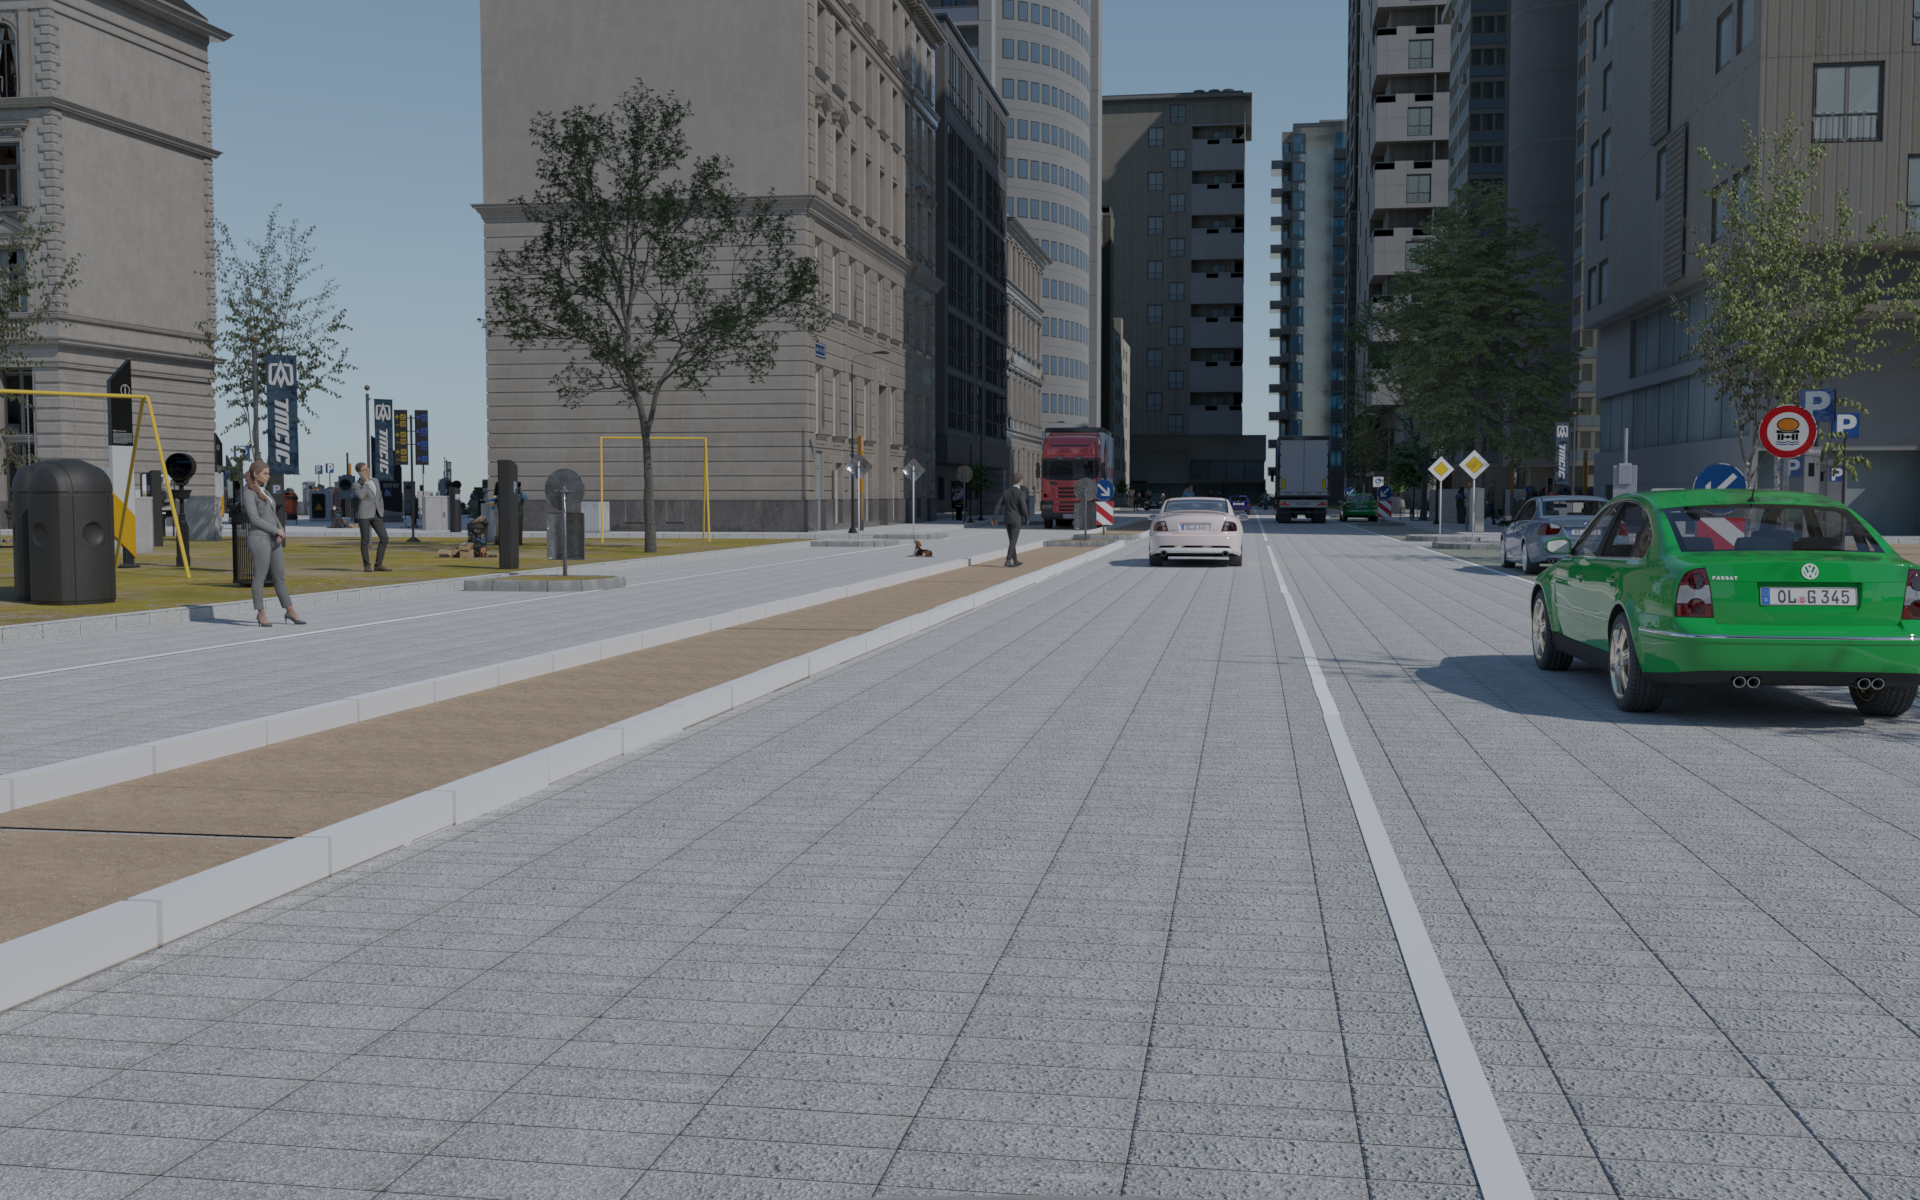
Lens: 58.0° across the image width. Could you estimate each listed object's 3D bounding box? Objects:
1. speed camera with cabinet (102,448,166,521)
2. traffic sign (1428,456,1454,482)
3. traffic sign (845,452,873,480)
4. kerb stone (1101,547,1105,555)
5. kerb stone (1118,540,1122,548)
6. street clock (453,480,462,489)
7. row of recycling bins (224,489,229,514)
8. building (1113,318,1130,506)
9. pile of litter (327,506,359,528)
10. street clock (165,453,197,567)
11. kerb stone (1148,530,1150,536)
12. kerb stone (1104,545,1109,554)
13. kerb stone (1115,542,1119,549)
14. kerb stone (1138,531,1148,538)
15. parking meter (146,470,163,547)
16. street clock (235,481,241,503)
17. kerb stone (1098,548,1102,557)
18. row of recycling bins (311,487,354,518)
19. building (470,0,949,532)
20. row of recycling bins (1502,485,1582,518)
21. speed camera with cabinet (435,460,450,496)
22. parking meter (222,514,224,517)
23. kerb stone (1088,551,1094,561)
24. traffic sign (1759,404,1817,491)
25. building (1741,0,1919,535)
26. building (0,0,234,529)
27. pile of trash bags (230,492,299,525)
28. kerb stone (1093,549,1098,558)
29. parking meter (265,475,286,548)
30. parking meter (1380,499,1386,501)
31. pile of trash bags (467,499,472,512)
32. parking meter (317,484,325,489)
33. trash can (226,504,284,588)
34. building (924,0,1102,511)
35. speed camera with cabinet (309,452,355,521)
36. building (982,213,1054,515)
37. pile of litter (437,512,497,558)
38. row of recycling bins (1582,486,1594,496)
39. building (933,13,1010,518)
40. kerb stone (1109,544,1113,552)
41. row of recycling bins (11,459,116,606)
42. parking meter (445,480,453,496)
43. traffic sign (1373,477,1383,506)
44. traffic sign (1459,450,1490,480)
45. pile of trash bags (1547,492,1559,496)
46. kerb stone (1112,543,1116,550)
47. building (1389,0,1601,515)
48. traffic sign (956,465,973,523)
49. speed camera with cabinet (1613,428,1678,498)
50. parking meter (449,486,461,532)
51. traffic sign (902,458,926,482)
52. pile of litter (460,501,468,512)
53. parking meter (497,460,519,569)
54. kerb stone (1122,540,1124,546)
[{"bbox_3d":[-29.104,-4.074,60.946,2.038,3.252,0.660,-1,4,-22],"label":"speed camera with cabinet"},{"bbox_3d":[14.844,-3.133,53.421,0.795,2.593,0.064,1,4,9],"label":"traffic sign"},{"bbox_3d":[-2.836,-2.819,48.285,0.795,2.593,0.064,1,4,9],"label":"traffic sign"},{"bbox_3d":[3.228,-1.106,40.336,0.120,0.150,1.000,1,4,9],"label":"kerb stone"},{"bbox_3d":[4.073,-1.419,45.389,0.120,0.150,1.000,1,4,9],"label":"kerb stone"},{"bbox_3d":[-26.522,-5.305,91.302,0.471,2.002,0.358,-2,4,-29],"label":"street clock"},{"bbox_3d":[-49.422,-6.467,112.843,1.069,1.692,3.534,3,5,40],"label":"row of recycling bins"},{"bbox_3d":[3.567,-21.305,193.367,28.899,21.520,27.650,1,4,9],"label":"building"},{"bbox_3d":[-23.287,-3.144,65.368,1.176,0.858,1.719,-1,4,-20],"label":"pile of litter"},{"bbox_3d":[-13.704,-1.586,30.504,0.471,2.002,0.358,0,4,-6],"label":"street clock"},{"bbox_3d":[6.193,-2.195,58.084,0.120,0.150,1.000,1,4,9],"label":"kerb stone"},{"bbox_3d":[3.401,-1.171,41.343,0.120,0.150,1.000,1,4,9],"label":"kerb stone"},{"bbox_3d":[3.901,-1.356,44.373,0.120,0.150,1.000,1,4,9],"label":"kerb stone"},{"bbox_3d":[6.026,-2.133,57.073,0.120,0.150,1.000,1,4,9],"label":"kerb stone"},{"bbox_3d":[-19.689,-2.240,42.332,0.255,1.863,0.399,-3,5,-43],"label":"parking meter"},{"bbox_3d":[-38.734,-5.395,92.777,0.358,2.002,0.471,3,5,42],"label":"street clock"},{"bbox_3d":[3.068,-1.048,39.326,0.120,0.150,1.000,1,4,9],"label":"kerb stone"},{"bbox_3d":[-34.127,-5.357,94.691,3.534,1.692,1.069,2,4,28],"label":"row of recycling bins"},{"bbox_3d":[-8.655,-16.680,69.983,12.463,27.353,25.104,1,4,9],"label":"building"},{"bbox_3d":[27.433,-4.589,82.150,3.534,1.692,1.069,3,5,44],"label":"row of recycling bins"},{"bbox_3d":[-30.125,-6.509,100.756,0.660,3.252,2.038,-1,4,-23],"label":"speed camera with cabinet"},{"bbox_3d":[-41.439,-5.581,96.965,0.399,1.863,0.255,3,5,41],"label":"parking meter"},{"bbox_3d":[2.731,-0.924,37.302,0.120,0.150,1.000,1,4,9],"label":"kerb stone"},{"bbox_3d":[11.771,-1.504,24.702,0.768,2.556,0.104,1,4,14],"label":"traffic sign"},{"bbox_3d":[38.449,-28.861,61.117,27.495,52.752,28.713,1,4,9],"label":"building"},{"bbox_3d":[-40.521,-14.611,67.768,19.941,23.489,11.050,1,4,9],"label":"building"},{"bbox_3d":[-29.242,-3.886,73.294,3.447,1.369,1.912,2,4,30],"label":"pile of trash bags"},{"bbox_3d":[2.889,-0.986,38.312,0.120,0.150,1.000,1,4,9],"label":"kerb stone"},{"bbox_3d":[-16.361,-2.182,41.380,0.399,1.863,0.255,-2,4,-34],"label":"parking meter"},{"bbox_3d":[29.334,-6.995,120.075,0.255,1.863,0.399,0,4,-6],"label":"parking meter"},{"bbox_3d":[-31.994,-6.602,117.696,3.447,1.369,1.912,2,4,33],"label":"pile of trash bags"},{"bbox_3d":[-37.446,-5.862,101.563,0.255,1.863,0.399,1,4,18],"label":"parking meter"},{"bbox_3d":[-9.719,-0.749,23.904,0.748,1.137,0.748,0,3,0],"label":"trash can"},{"bbox_3d":[0.259,-36.932,145.829,21.231,58.520,28.212,1,4,9],"label":"building"},{"bbox_3d":[-29.796,-5.372,82.176,2.038,3.252,0.660,0,4,-6],"label":"speed camera with cabinet"},{"bbox_3d":[-0.651,-17.154,116.626,11.583,22.565,21.152,1,4,9],"label":"building"},{"bbox_3d":[-10.020,-1.296,35.158,1.176,0.858,1.719,-1,4,-18],"label":"pile of litter"},{"bbox_3d":[33.550,-5.315,94.006,1.069,1.692,3.534,-1,4,-11],"label":"row of recycling bins"},{"bbox_3d":[-5.860,-18.408,94.482,14.314,27.812,24.014,1,4,9],"label":"building"},{"bbox_3d":[3.571,-1.233,42.352,0.120,0.150,1.000,1,4,9],"label":"kerb stone"},{"bbox_3d":[-11.153,-0.873,21.388,1.069,1.692,3.534,-2,4,-32],"label":"row of recycling bins"},{"bbox_3d":[-21.901,-4.195,74.299,0.255,1.863,0.399,-2,4,-35],"label":"parking meter"},{"bbox_3d":[25.065,-6.224,103.885,0.606,2.300,0.079,1,4,10],"label":"traffic sign"},{"bbox_3d":[13.530,-2.652,45.545,0.795,2.593,0.064,1,4,9],"label":"traffic sign"},{"bbox_3d":[29.365,-4.652,85.811,3.447,1.369,1.912,1,4,10],"label":"pile of trash bags"},{"bbox_3d":[3.740,-1.295,43.364,0.120,0.150,1.000,1,4,9],"label":"kerb stone"},{"bbox_3d":[44.891,-25.698,112.045,32.217,40.220,23.993,1,4,9],"label":"building"},{"bbox_3d":[0.185,-4.691,76.805,0.768,2.556,0.104,1,4,19],"label":"traffic sign"},{"bbox_3d":[20.750,-3.534,52.122,2.038,3.252,0.660,1,4,21],"label":"speed camera with cabinet"},{"bbox_3d":[-16.905,-3.034,58.013,0.372,1.533,0.369,0,3,0],"label":"parking meter"},{"bbox_3d":[-1.522,-3.301,56.162,0.795,2.593,0.064,1,4,9],"label":"traffic sign"},{"bbox_3d":[-30.655,-5.713,107.373,1.176,0.858,1.719,-2,4,-27],"label":"pile of litter"},{"bbox_3d":[-7.727,-1.463,29.633,0.255,1.863,0.399,0,4,1],"label":"parking meter"},{"bbox_3d":[4.249,-1.480,46.399,0.120,0.150,1.000,1,4,9],"label":"kerb stone"}]
